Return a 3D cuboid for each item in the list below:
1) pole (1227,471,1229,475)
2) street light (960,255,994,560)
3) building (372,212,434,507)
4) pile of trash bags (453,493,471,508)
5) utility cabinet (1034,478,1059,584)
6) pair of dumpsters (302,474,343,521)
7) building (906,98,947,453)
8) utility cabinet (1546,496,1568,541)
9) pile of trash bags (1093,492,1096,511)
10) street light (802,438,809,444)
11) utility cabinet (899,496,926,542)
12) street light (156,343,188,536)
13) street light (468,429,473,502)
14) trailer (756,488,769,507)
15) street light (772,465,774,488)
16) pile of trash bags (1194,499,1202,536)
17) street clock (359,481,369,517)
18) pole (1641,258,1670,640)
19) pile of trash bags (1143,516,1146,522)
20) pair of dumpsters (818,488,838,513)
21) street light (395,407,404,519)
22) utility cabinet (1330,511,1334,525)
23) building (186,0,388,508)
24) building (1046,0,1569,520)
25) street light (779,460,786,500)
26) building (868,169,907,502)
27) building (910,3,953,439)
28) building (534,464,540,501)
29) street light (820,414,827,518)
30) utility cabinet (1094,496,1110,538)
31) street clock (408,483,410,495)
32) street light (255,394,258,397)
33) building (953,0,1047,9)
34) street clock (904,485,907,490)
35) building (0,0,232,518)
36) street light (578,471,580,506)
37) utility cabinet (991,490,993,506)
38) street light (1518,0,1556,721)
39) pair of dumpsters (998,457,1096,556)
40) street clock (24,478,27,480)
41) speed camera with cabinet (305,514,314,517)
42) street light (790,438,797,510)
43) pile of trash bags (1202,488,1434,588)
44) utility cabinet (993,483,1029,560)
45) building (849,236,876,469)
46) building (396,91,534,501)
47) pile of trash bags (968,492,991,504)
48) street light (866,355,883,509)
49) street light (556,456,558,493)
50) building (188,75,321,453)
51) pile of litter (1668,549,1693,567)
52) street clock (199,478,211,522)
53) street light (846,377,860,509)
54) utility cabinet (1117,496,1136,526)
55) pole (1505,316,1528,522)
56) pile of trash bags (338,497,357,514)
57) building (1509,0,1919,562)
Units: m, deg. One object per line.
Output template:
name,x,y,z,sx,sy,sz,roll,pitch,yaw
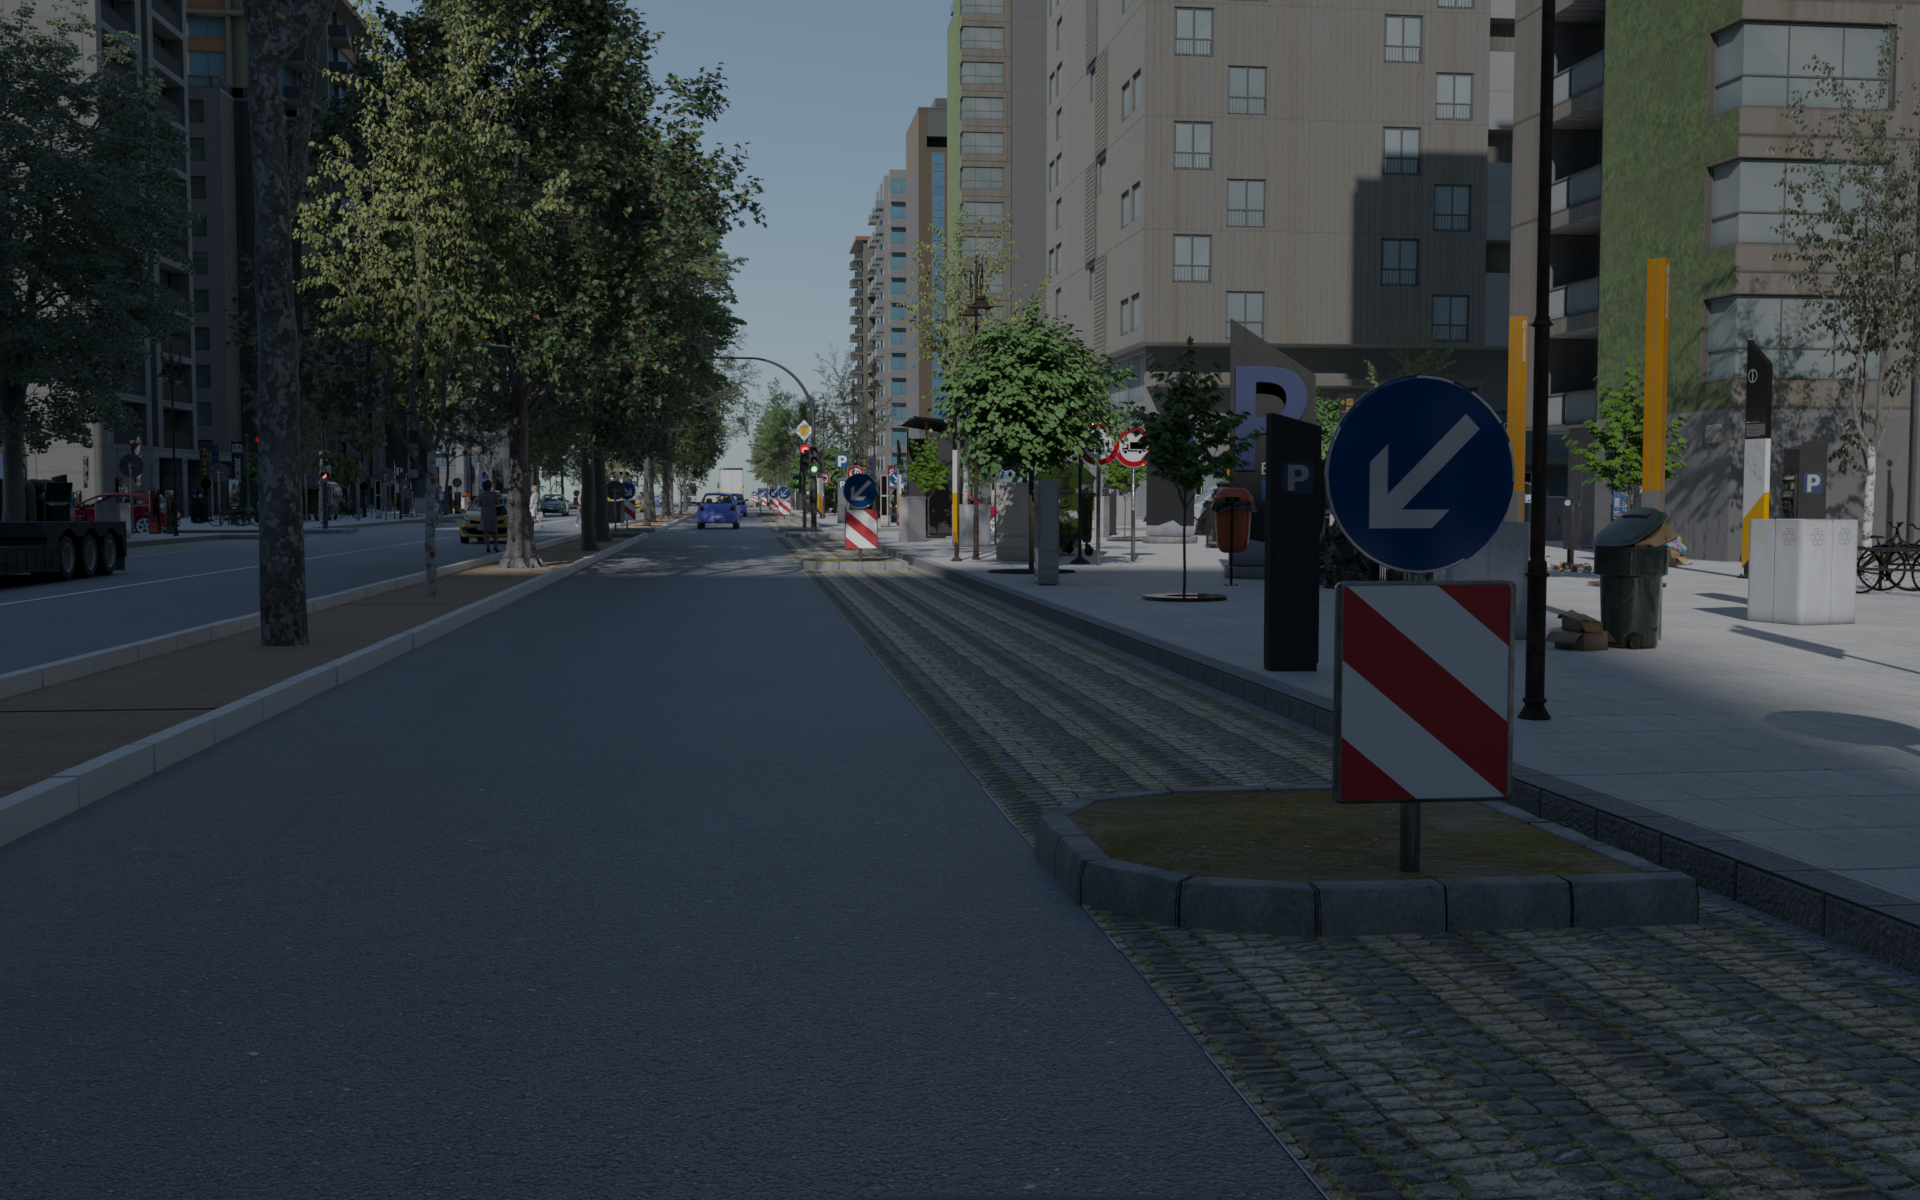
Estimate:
pole,11.712,-4.983,75.319,0.158,3.312,0.155,0,3,0
street light,0.315,-3.723,33.654,0.468,5.910,1.993,0,4,-7
building,-60.412,-24.420,170.966,14.160,30.474,14.107,0,4,-7
pile of trash bags,-38.814,-7.464,131.796,1.912,1.369,3.447,3,5,42
utility cabinet,1.226,-0.988,24.835,0.318,1.500,1.173,0,4,0
pair of dumpsters,-30.962,-4.941,83.275,1.574,2.255,4.437,0,4,-7
building,1.422,-33.474,197.416,14.600,45.320,14.200,0,4,-7
utility cabinet,16.334,-2.250,47.941,1.020,1.237,0.306,-2,4,-26
pile of trash bags,5.699,-4.616,85.220,1.912,1.369,3.447,3,4,36
street light,-10.356,-8.793,116.546,0.468,5.910,1.993,0,4,-7
utility cabinet,-1.284,-2.154,46.380,0.306,1.237,1.020,2,4,26
street light,-23.985,-4.895,52.818,0.468,5.910,1.993,0,4,-7
street light,-31.525,-8.497,111.714,0.468,5.910,1.993,0,4,-7
trailer,-19.202,-9.899,168.898,1.471,1.999,3.904,-1,4,-8
street light,-22.990,-14.863,215.791,0.468,5.910,1.993,0,4,-7
pile of trash bags,8.589,-2.751,54.734,1.912,1.369,3.447,1,4,22
street clock,-32.645,-5.524,94.894,0.471,2.002,0.358,1,4,19
pole,6.063,-1.302,15.125,0.158,3.312,0.155,0,3,0
pile of trash bags,9.814,-4.250,79.237,1.912,1.369,3.447,-1,4,-21
pair of dumpsters,-8.904,-7.020,117.270,1.574,2.255,4.437,0,4,-7
street light,-28.265,-7.005,87.323,0.468,5.910,1.993,0,4,-7
utility cabinet,9.296,-1.880,41.893,0.306,1.237,1.020,3,5,40
building,-62.256,-30.195,148.319,22.147,44.769,28.867,0,4,-7
building,20.011,-31.101,97.746,27.495,52.752,28.713,0,4,-7
street light,-16.984,-11.937,167.957,0.468,5.910,1.993,0,4,-7
building,-1.942,-38.950,256.443,23.786,49.044,30.456,0,4,-7
building,7.530,-52.693,174.194,22.319,86.520,31.000,0,4,-7
building,-72.836,-30.288,266.910,14.160,30.474,14.107,0,4,-7
street light,-7.262,-7.318,92.438,0.468,5.910,1.993,0,4,-7
utility cabinet,4.198,-2.454,51.291,0.306,1.237,1.020,1,4,14
street clock,-36.321,-6.675,113.707,0.358,2.002,0.471,2,4,31
street light,-25.432,-5.557,63.652,0.468,5.910,1.993,0,4,-7
building,6.226,-27.575,134.454,14.154,41.232,14.086,0,4,-7
street clock,-4.292,-8.227,139.089,0.358,2.002,0.471,2,4,29
building,-53.084,-40.255,96.415,20.563,71.187,20.611,0,4,-7
street light,-41.096,-13.086,186.736,0.468,5.910,1.993,0,4,-7
utility cabinet,2.031,-4.976,90.033,0.318,1.500,1.173,2,4,32
street light,3.281,-2.259,9.717,0.468,5.910,1.993,0,4,-7
pair of dumpsters,1.880,-2.153,37.703,1.574,2.255,4.437,0,4,-7
street clock,-41.934,-4.468,77.626,0.358,2.002,0.471,-2,4,-34
speed camera with cabinet,-37.004,-6.369,98.469,0.660,3.252,2.038,-1,4,-14
street light,-13.842,-10.462,143.843,0.468,5.910,1.993,0,4,-7
pile of trash bags,5.224,-0.881,24.151,3.447,1.369,1.912,1,4,13
utility cabinet,1.250,-1.502,33.230,1.173,1.500,0.318,3,5,39
building,-6.974,-38.695,287.292,22.147,44.769,28.867,0,4,-7
building,-72.967,-42.976,244.649,21.231,58.520,28.212,0,4,-7
pile of trash bags,1.203,-5.081,92.821,1.912,1.369,3.447,-3,4,-38
street light,-2.857,-5.194,57.714,0.468,5.910,1.993,0,4,-7
street light,-38.031,-11.640,163.095,0.468,5.910,1.993,0,4,-7
building,-54.512,-21.486,122.992,14.160,30.474,14.107,0,4,-7
pile of litter,12.498,-1.044,31.040,1.719,0.858,1.176,-1,4,-22
street clock,-34.155,-4.517,78.431,0.471,2.002,0.358,-3,4,-37
street light,-4.223,-5.861,68.610,0.468,5.910,1.993,0,4,-7
utility cabinet,6.677,-3.567,69.479,0.306,1.237,1.020,-2,4,-27
pole,6.415,-1.599,19.990,0.158,3.312,0.155,0,3,0
pile of trash bags,-40.758,-6.259,112.094,1.912,1.369,3.447,2,4,26
building,20.548,-21.740,39.038,14.154,41.232,14.086,0,4,-7
